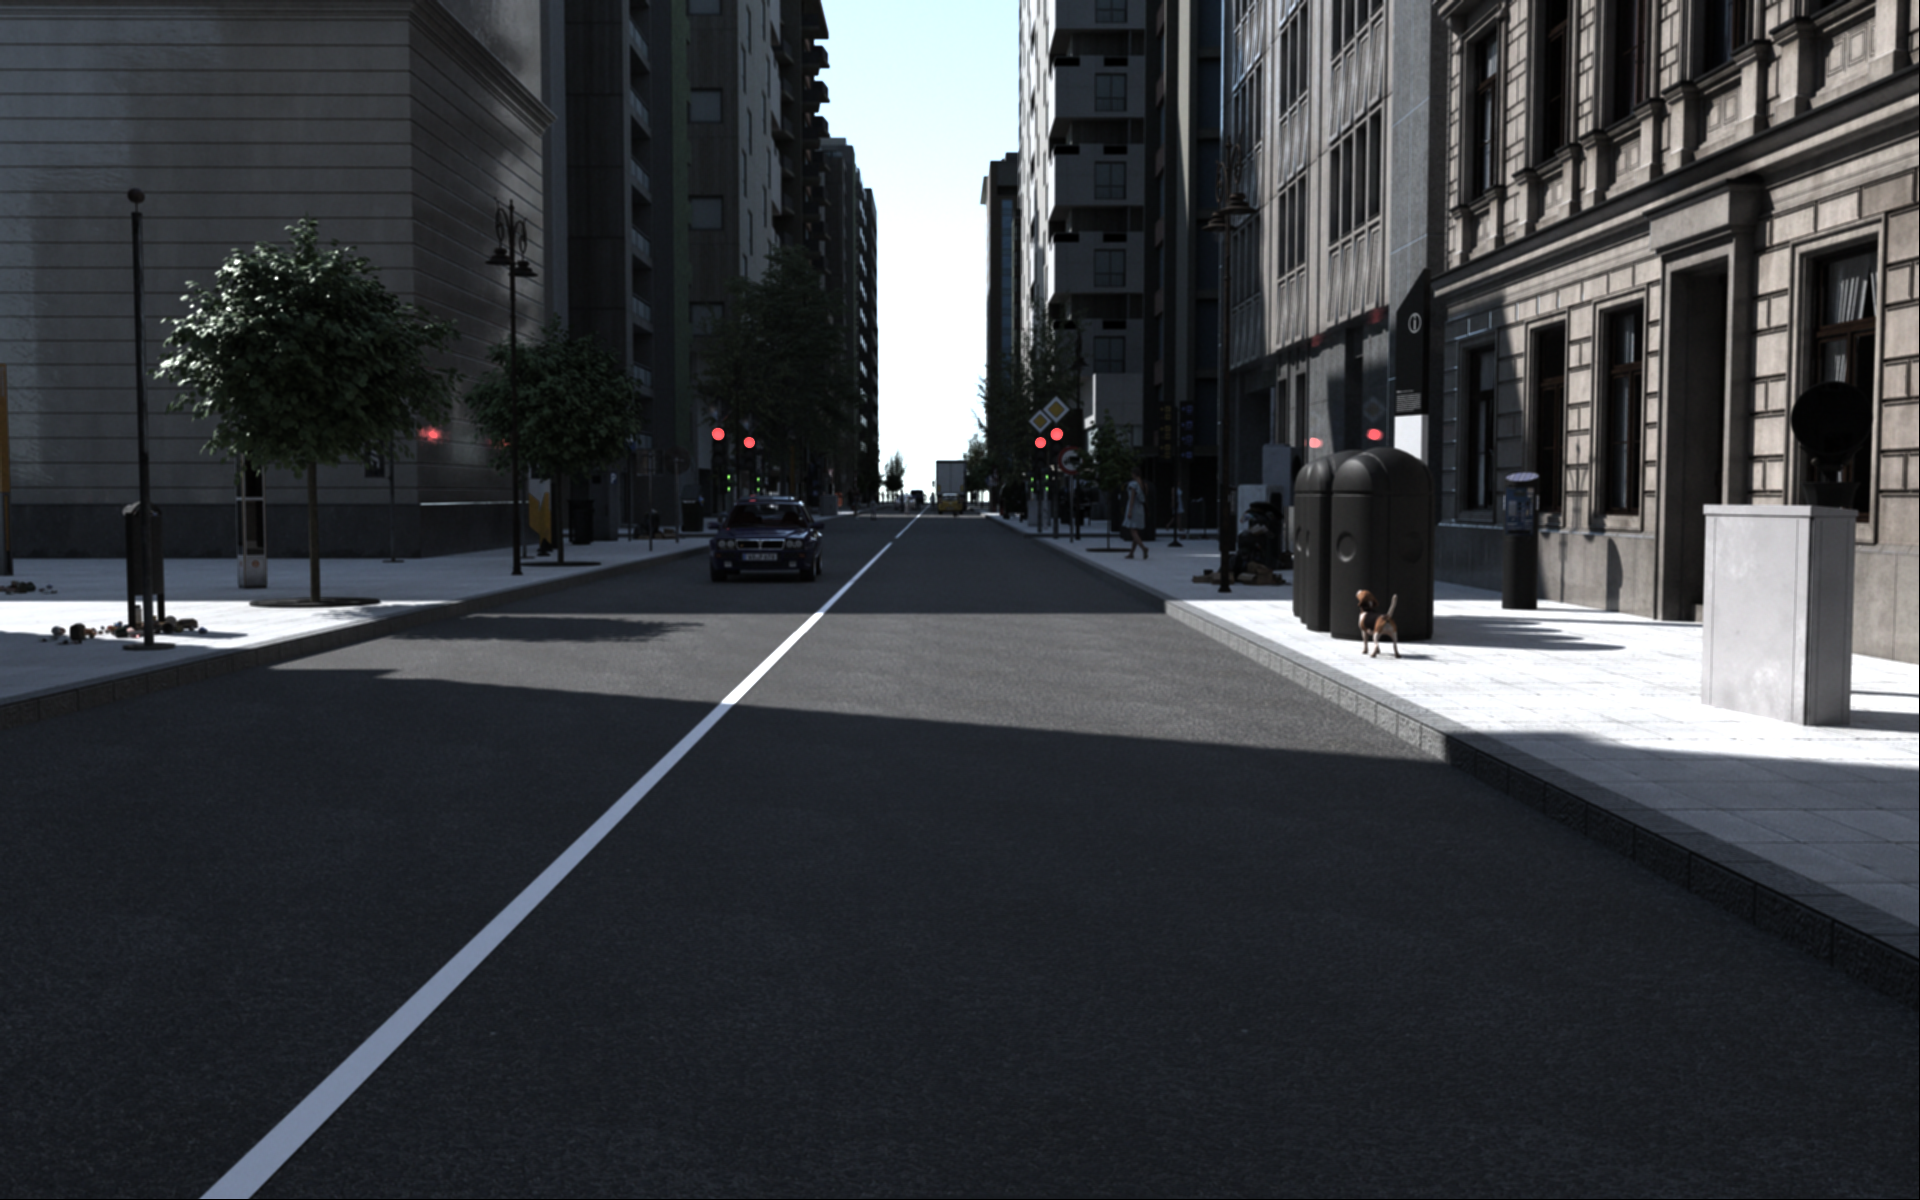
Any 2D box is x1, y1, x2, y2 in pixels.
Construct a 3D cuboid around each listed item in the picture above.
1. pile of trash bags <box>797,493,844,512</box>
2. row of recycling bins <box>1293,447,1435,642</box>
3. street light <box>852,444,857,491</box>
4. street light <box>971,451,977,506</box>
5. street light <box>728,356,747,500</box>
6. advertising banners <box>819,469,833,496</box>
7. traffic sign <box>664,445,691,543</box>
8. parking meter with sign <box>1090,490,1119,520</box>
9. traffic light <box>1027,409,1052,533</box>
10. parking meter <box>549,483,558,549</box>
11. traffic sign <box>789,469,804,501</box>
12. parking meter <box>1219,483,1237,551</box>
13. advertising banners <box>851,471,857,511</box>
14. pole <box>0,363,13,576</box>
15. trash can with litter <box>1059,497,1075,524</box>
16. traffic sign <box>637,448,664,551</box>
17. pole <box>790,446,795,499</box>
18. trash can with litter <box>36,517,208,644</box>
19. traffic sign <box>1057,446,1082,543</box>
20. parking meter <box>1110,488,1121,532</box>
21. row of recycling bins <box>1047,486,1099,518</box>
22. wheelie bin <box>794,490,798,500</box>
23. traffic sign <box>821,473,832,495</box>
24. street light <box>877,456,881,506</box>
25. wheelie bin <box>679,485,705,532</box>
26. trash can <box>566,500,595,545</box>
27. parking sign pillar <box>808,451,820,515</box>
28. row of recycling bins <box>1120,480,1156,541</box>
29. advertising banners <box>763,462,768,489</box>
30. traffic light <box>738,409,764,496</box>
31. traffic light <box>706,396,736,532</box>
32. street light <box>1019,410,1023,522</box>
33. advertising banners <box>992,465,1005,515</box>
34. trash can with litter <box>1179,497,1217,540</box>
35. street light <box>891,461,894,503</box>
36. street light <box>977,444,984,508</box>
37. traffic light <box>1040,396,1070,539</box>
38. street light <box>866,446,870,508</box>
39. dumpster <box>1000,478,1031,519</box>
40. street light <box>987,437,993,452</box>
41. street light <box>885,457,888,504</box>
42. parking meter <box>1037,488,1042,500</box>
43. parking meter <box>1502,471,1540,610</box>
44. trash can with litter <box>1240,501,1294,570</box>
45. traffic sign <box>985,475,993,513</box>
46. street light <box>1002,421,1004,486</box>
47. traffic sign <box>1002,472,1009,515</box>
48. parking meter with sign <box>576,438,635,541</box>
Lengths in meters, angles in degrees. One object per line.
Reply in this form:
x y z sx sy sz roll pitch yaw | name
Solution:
-9.557 -6.586 117.435 3.447 1.369 1.912 1 4 11 | pile of trash bags
3.794 -0.586 16.702 1.069 1.692 3.534 0 4 4 | row of recycling bins
-8.224 -9.913 134.859 0.468 5.910 1.993 0 4 -1 | street light
1.711 -12.823 182.448 0.468 5.910 1.993 0 4 -1 | street light
-7.425 -5.202 57.837 0.468 5.910 1.993 0 4 -1 | street light
-9.463 -7.606 120.538 0.090 3.025 2.074 -3 5 -44 | advertising banners
-7.423 -2.769 45.386 0.768 2.556 0.104 1 4 9 | traffic sign
7.157 -5.414 84.774 1.738 3.016 0.543 -3 4 -37 | parking meter with sign
2.637 -4.196 57.524 0.839 4.253 0.868 0 4 -1 | traffic light
-9.589 -1.959 40.446 0.372 1.533 0.369 0 3 0 | parking meter
-8.182 -5.297 86.718 0.768 2.556 0.104 1 4 9 | traffic sign
6.007 -1.861 38.834 0.372 1.533 0.369 0 3 0 | parking meter
-8.114 -8.321 132.230 0.090 3.025 2.074 -1 4 -15 | advertising banners
-15.010 -2.036 27.131 0.158 3.312 0.155 0 3 0 | pole
4.766 -3.841 74.184 1.055 1.170 0.624 0 4 6 | trash can with litter
-6.952 -2.248 38.885 0.606 2.300 0.079 0 4 1 | traffic sign
-7.113 -4.870 73.465 0.158 3.312 0.155 0 3 0 | pole
-7.769 -0.293 15.843 1.678 1.210 2.233 0 4 5 | trash can with litter
2.948 -2.787 45.665 0.768 2.556 0.104 0 4 3 | traffic sign
5.266 -3.059 58.428 0.372 1.533 0.369 0 3 0 | parking meter
6.046 -5.256 93.043 3.534 1.692 1.069 -1 4 -20 | row of recycling bins
-11.556 -6.988 122.158 0.980 1.594 0.693 -2 4 -25 | wheelie bin
-8.138 -6.408 104.869 0.768 2.556 0.104 0 4 5 | traffic sign
-8.807 -13.132 187.501 0.468 5.910 1.993 0 4 -1 | street light
-9.068 -3.105 58.677 0.980 1.594 0.693 1 4 15 | wheelie bin
-9.621 -1.976 43.965 0.748 1.137 0.748 0 3 0 | trash can
-9.212 -7.359 108.789 1.447 3.967 1.447 -1 4 -16 | parking sign pillar
5.020 -2.535 48.565 1.069 1.692 3.534 0 4 4 | row of recycling bins
-10.111 -5.462 85.495 0.090 3.025 2.074 3 5 40 | advertising banners
-6.923 -4.188 57.401 0.839 4.253 0.868 0 4 -1 | traffic light
-6.834 -3.700 49.417 0.839 4.253 0.868 0 4 -1 | traffic light
2.804 -6.512 79.262 0.468 5.910 1.993 0 4 -1 | street light
2.554 -6.587 103.892 0.090 3.025 2.074 -3 4 -37 | advertising banners
7.094 -2.315 48.910 2.233 1.210 1.678 -1 4 -12 | trash can with litter
-9.497 -16.575 243.793 0.468 5.910 1.993 0 4 -1 | street light
1.979 -11.240 156.555 0.468 5.910 1.993 0 4 -1 | street light
2.727 -3.708 49.539 0.839 4.253 0.868 0 4 -1 | traffic light
-8.567 -11.549 161.608 0.468 5.910 1.993 0 4 -1 | street light
2.816 -5.238 88.140 1.502 2.255 1.985 0 4 -1 | dumpster
2.277 -9.739 132.024 0.468 5.910 1.993 0 4 -1 | street light
-9.216 -14.977 217.654 0.468 5.910 1.993 0 4 -1 | street light
3.484 -4.251 77.916 0.372 1.533 0.369 0 3 0 | parking meter
6.260 -0.668 19.336 0.372 1.533 0.369 0 3 0 | parking meter
5.262 -1.102 29.402 0.624 1.170 1.055 3 5 39 | trash can with litter
2.095 -7.142 116.879 0.768 2.556 0.104 0 4 6 | traffic sign
2.590 -8.156 106.132 0.468 5.910 1.993 0 4 -1 | street light
2.785 -6.113 99.958 0.884 2.594 0.081 0 4 3 | traffic sign
-9.748 -3.124 47.338 1.738 3.016 0.543 1 4 22 | parking meter with sign
